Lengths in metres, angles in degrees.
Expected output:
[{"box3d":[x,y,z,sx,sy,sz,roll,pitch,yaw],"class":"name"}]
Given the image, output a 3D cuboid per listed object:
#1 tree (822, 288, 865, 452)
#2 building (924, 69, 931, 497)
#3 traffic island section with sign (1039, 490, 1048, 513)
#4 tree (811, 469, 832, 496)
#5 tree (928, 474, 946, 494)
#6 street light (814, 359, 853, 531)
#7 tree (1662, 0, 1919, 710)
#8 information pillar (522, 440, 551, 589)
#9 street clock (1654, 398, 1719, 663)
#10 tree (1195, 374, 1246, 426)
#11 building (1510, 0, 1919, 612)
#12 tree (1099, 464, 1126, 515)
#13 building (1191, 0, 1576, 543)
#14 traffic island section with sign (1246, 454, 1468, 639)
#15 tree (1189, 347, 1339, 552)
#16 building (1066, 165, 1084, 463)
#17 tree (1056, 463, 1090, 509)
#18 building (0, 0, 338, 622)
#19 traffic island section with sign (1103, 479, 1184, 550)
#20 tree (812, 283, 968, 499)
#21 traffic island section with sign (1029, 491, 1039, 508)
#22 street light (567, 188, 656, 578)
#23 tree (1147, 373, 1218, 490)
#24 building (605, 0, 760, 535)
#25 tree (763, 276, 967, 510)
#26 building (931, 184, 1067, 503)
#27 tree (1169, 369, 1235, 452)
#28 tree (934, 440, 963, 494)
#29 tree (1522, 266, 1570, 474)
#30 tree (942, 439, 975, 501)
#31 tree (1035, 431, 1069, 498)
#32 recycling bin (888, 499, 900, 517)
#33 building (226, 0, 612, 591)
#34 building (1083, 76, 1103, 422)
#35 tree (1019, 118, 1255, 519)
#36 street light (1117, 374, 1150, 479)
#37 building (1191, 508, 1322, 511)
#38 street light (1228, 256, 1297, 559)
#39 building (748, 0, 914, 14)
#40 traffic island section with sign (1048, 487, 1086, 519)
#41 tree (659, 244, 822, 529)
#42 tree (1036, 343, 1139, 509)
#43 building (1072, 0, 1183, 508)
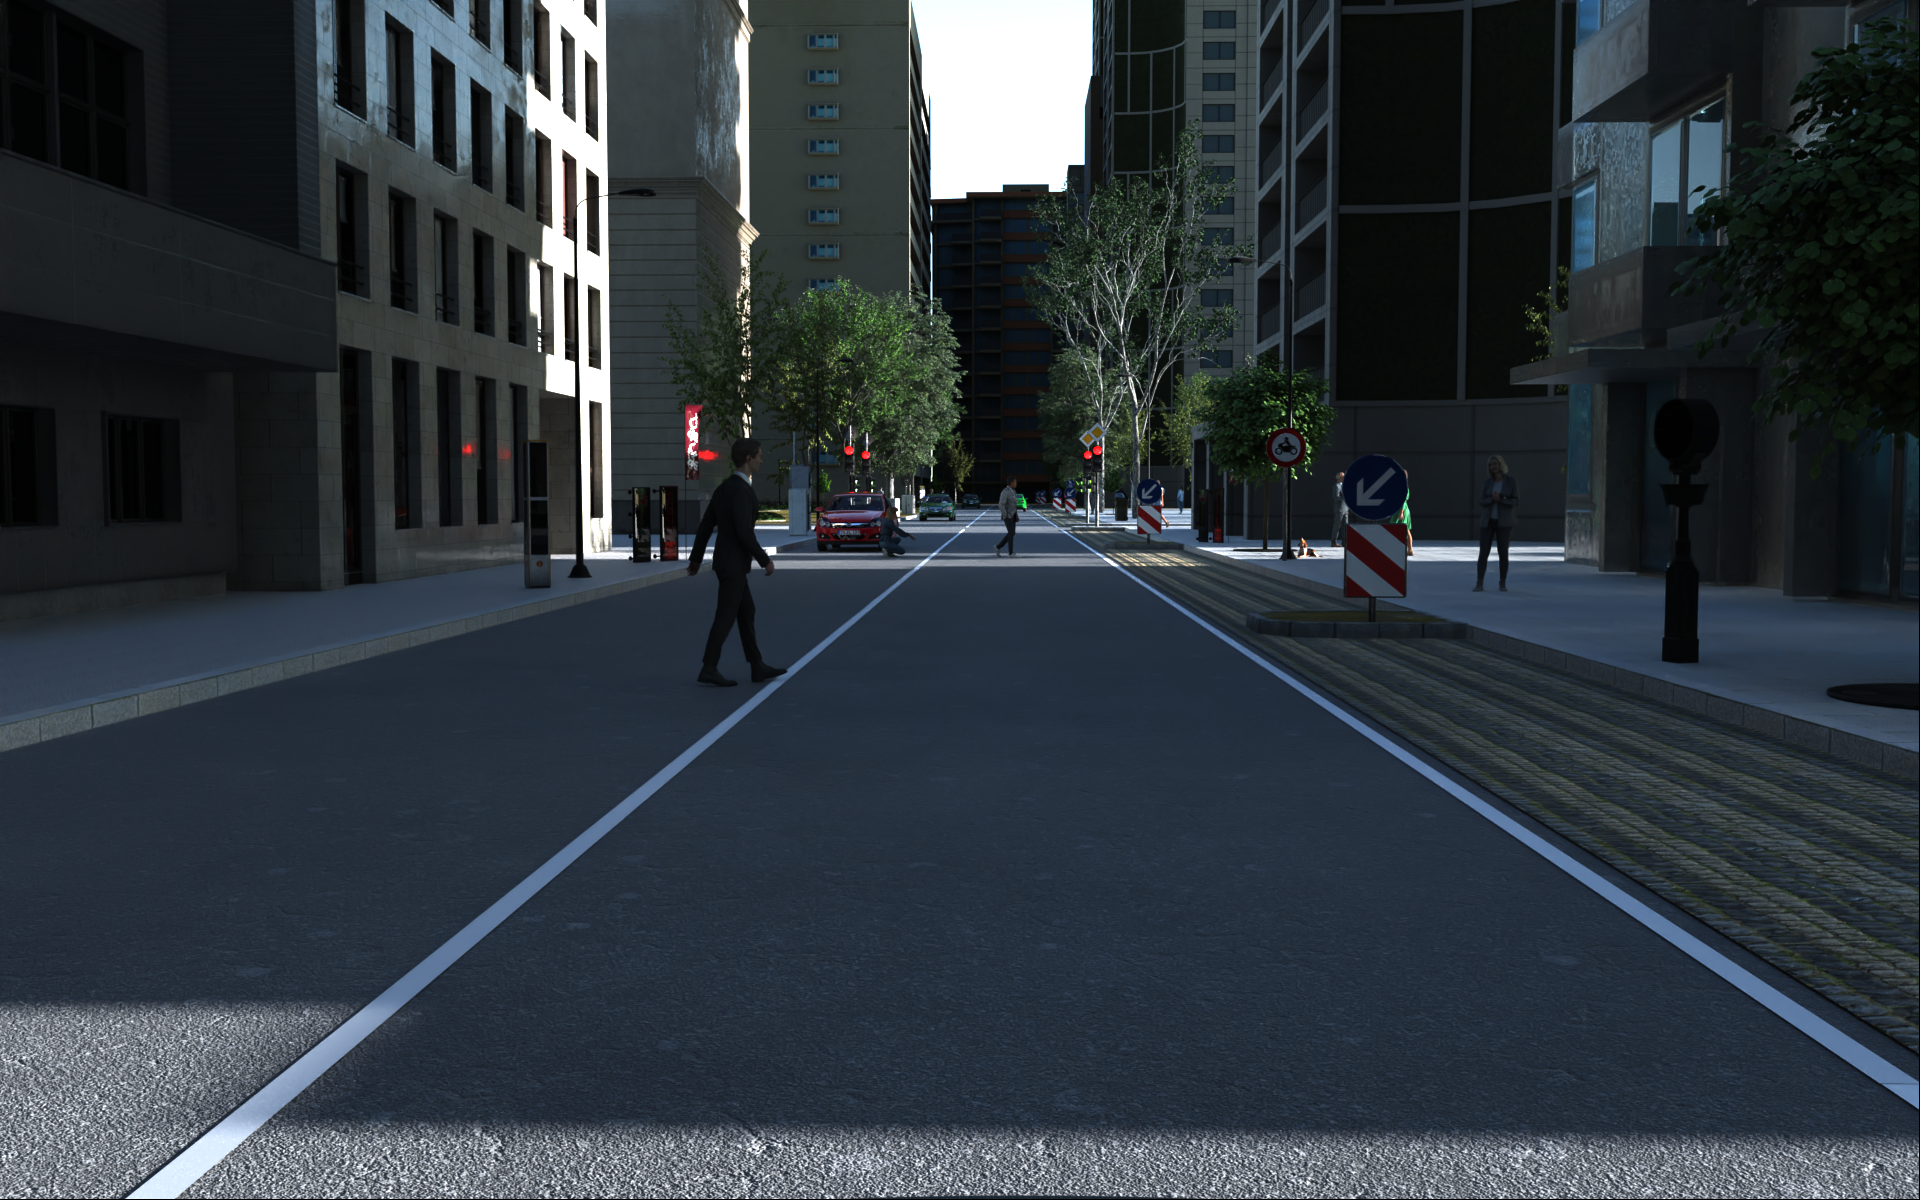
[{"box3d":[-5.480,-6.875,62.767,4.737,8.622,4.395,0,3,0],"class":"tree"},{"box3d":[-14.197,-34.248,183.659,21.300,48.544,21.600,0,4,2],"class":"building"},{"box3d":[7.026,-7.283,127.711,1.989,1.847,2.006,0,4,2],"class":"traffic island section with sign"},{"box3d":[-10.782,-8.572,134.751,1.663,3.219,1.824,0,3,0],"class":"tree"},{"box3d":[-2.356,-10.100,159.732,1.663,3.219,1.824,0,3,0],"class":"tree"},{"box3d":[-4.348,-5.319,59.507,1.470,5.913,1.316,0,4,2],"class":"street light"},{"box3d":[6.161,-1.651,10.711,4.285,4.588,4.351,0,3,0],"class":"tree"},{"box3d":[-5.776,-1.170,23.630,0.304,2.012,0.304,-2,4,-26],"class":"information pillar"},{"box3d":[5.502,-0.526,13.171,0.358,2.002,0.471,-1,4,-15],"class":"street clock"},{"box3d":[21.451,-12.182,133.587,8.767,10.594,7.601,2,4,25],"class":"tree"},{"box3d":[20.419,-24.349,17.720,23.786,49.044,30.456,0,4,2],"class":"building"},{"box3d":[9.663,-6.924,107.807,1.663,3.219,1.824,0,3,0],"class":"tree"},{"box3d":[18.364,-37.451,50.583,20.563,71.187,20.611,0,4,2],"class":"building"},{"box3d":[4.042,-0.574,18.012,1.989,1.847,2.006,0,4,2],"class":"traffic island section with sign"},{"box3d":[6.795,-3.373,38.864,4.285,4.588,4.351,0,3,0],"class":"tree"},{"box3d":[20.299,-32.644,217.322,14.154,41.232,14.086,0,4,2],"class":"building"},{"box3d":[10.166,-10.363,153.144,4.285,4.588,4.351,0,3,0],"class":"tree"},{"box3d":[-15.206,-11.487,6.880,14.314,24.678,30.058,0,4,2],"class":"building"},{"box3d":[4.775,-2.242,45.288,1.989,1.847,2.006,0,4,2],"class":"traffic island section with sign"},{"box3d":[-4.396,-12.168,105.597,9.857,13.997,8.962,0,3,0],"class":"tree"},{"box3d":[8.382,-10.338,177.655,1.989,1.847,2.006,0,4,2],"class":"traffic island section with sign"},{"box3d":[-5.306,-3.297,26.446,1.470,5.913,1.316,0,4,2],"class":"street light"},{"box3d":[13.845,-9.357,103.344,4.737,8.622,4.395,0,3,0],"class":"tree"},{"box3d":[-20.166,-16.075,60.084,25.104,27.353,12.463,0,4,2],"class":"building"},{"box3d":[-5.423,-9.664,83.764,9.928,11.665,9.643,0,3,0],"class":"tree"},{"box3d":[8.614,-36.257,247.433,28.867,44.769,22.147,0,4,2],"class":"building"},{"box3d":[21.056,-13.395,144.769,9.928,11.665,9.643,0,3,0],"class":"tree"},{"box3d":[-1.464,-16.464,219.540,4.360,8.622,3.978,0,3,0],"class":"tree"},{"box3d":[15.162,-5.423,39.030,4.737,8.622,4.395,0,3,0],"class":"tree"},{"box3d":[-0.356,-16.870,226.187,4.737,8.622,4.395,0,3,0],"class":"tree"},{"box3d":[10.410,-14.484,187.173,4.737,8.622,4.395,0,3,0],"class":"tree"},{"box3d":[-3.874,-5.253,98.434,0.722,1.027,0.722,1,4,18],"class":"recycling bin"},{"box3d":[-13.367,-10.762,30.710,10.420,20.320,16.860,0,4,2],"class":"building"},{"box3d":[20.260,-32.555,182.388,14.600,45.320,14.200,0,4,2],"class":"building"},{"box3d":[9.582,-14.243,88.766,12.611,20.169,13.585,0,3,0],"class":"tree"},{"box3d":[6.755,-5.781,67.062,1.470,5.913,1.316,0,4,2],"class":"street light"},{"box3d":[22.082,-44.358,163.507,20.563,71.187,20.611,0,4,2],"class":"building"},{"box3d":[5.929,-3.759,33.998,1.470,5.913,1.316,0,4,2],"class":"street light"},{"box3d":[-14.769,-32.930,162.107,21.300,48.544,21.600,0,4,2],"class":"building"},{"box3d":[6.284,-5.626,100.617,1.989,1.847,2.006,0,4,2],"class":"traffic island section with sign"},{"box3d":[-6.528,-6.106,50.200,4.737,8.622,4.395,0,3,0],"class":"tree"},{"box3d":[10.700,-14.554,144.608,9.857,13.997,8.962,0,3,0],"class":"tree"},{"box3d":[23.612,-46.522,198.887,20.563,71.187,20.611,0,4,2],"class":"building"}]
